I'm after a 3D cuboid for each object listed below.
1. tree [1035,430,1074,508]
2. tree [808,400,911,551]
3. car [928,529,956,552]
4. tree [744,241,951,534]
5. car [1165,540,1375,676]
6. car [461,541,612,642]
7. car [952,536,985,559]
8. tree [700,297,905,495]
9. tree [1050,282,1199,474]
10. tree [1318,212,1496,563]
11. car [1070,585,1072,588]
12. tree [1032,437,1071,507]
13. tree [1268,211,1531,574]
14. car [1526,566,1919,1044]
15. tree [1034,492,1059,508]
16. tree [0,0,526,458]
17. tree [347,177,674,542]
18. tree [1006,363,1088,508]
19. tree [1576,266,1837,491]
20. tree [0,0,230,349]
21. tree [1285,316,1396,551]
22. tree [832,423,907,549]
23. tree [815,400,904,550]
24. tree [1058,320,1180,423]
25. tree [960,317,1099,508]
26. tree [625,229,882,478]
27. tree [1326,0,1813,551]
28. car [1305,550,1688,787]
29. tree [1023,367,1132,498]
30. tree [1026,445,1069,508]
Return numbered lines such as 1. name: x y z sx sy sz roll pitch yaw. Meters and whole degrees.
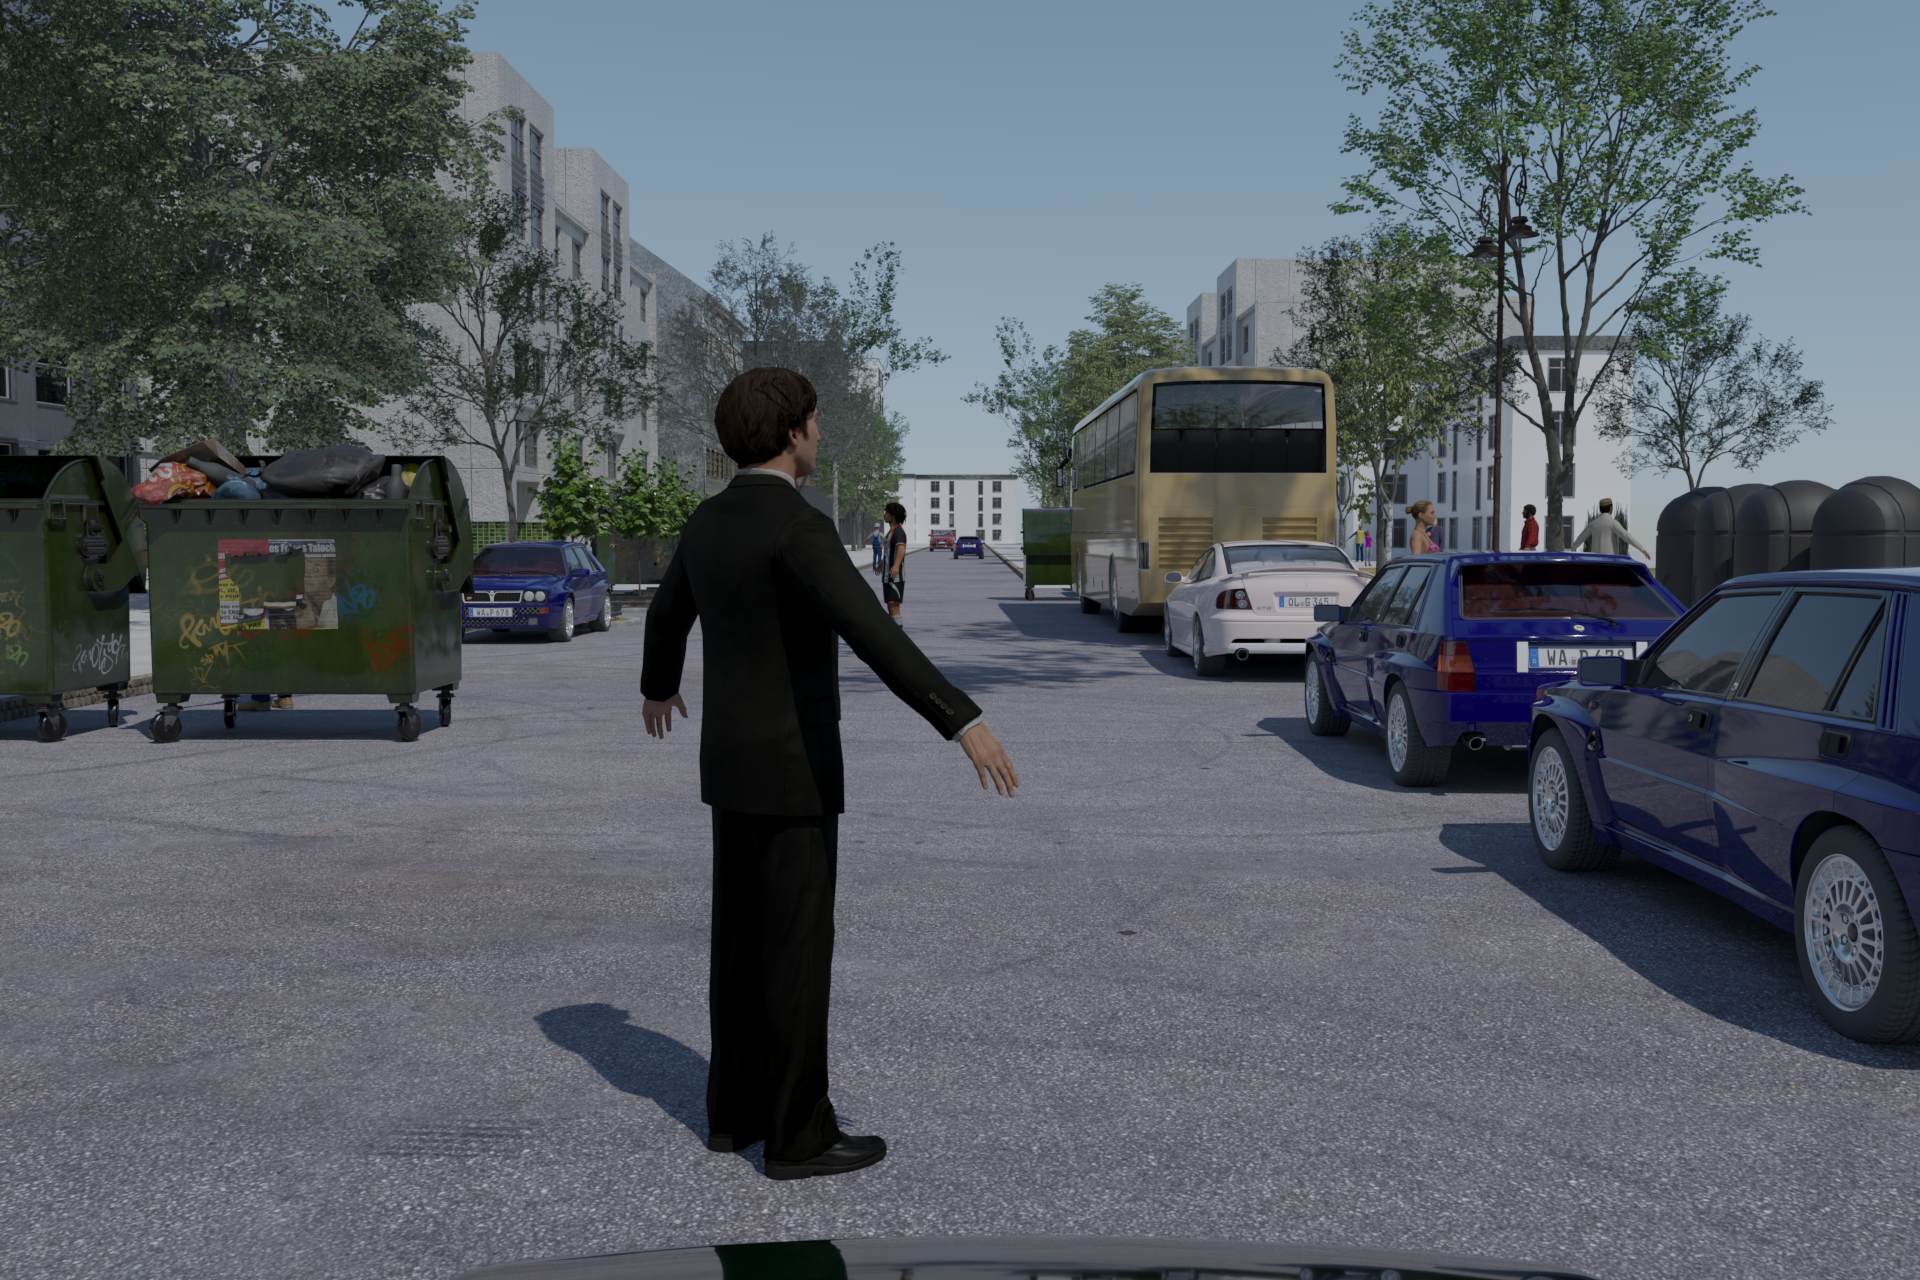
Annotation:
1. tree: 6.935 -9.889 112.050 4.360 8.622 3.978 0 3 0
2. tree: -7.818 -12.458 129.451 9.928 11.665 9.643 0 3 0
3. car: -1.467 -8.159 142.073 2.281 1.827 5.304 0 3 0
4. tree: -6.625 -15.606 111.055 12.611 20.169 13.585 0 3 0
5. car: 3.321 -0.394 18.806 2.083 1.381 4.827 0 4 1
6. car: -6.026 -0.708 24.155 1.945 1.354 3.894 0 3 0
7. car: 0.491 -5.302 99.270 1.945 1.354 3.894 0 4 -1
8. tree: -8.481 -11.001 90.239 12.009 13.543 11.850 0 3 0
9. tree: 7.655 -9.811 78.538 7.486 12.596 7.792 0 3 0
10. tree: 10.285 -5.530 40.785 4.737 8.622 4.395 0 3 0
11. car: 3.763 -1.967 44.747 1.945 1.354 3.894 0 4 0
12. tree: 6.471 -10.383 120.128 4.360 8.622 3.978 0 3 0
13. tree: 12.136 -7.015 49.107 8.767 10.594 7.601 2 4 33
14. car: 3.363 0.390 6.209 1.945 1.354 3.894 0 4 0
15. tree: 12.965 -17.776 241.003 4.360 8.622 3.978 0 3 0
16. tree: -12.216 -7.481 28.963 9.857 13.997 8.962 0 3 0
17. tree: -11.478 -6.717 44.228 8.767 10.594 7.601 -2 4 -32
18. tree: 6.643 -10.943 104.677 9.928 11.665 9.643 0 3 0
19. tree: 25.441 -7.650 59.484 8.767 10.594 7.601 2 4 25
20. tree: -12.210 -5.143 18.500 7.601 10.594 8.767 3 5 42
21. tree: 12.617 -6.556 57.561 4.737 8.622 4.395 0 3 0
22. tree: -8.312 -13.843 152.089 9.928 11.665 9.643 0 3 0
23. tree: -8.589 -13.585 140.234 7.486 12.596 7.792 0 3 0
24. tree: 5.613 -6.739 60.541 4.737 8.622 4.395 0 3 0
25. tree: 5.932 -18.149 152.624 12.611 20.169 13.585 0 3 0
26. tree: -8.367 -9.785 70.355 12.009 13.543 11.850 0 3 0
27. tree: 9.921 -6.287 28.542 9.928 11.665 9.643 0 3 0
28. car: 3.349 0.087 11.157 1.945 1.354 3.894 0 4 0
29. tree: 7.548 -9.773 94.208 8.767 10.594 7.601 -1 4 -18
30. tree: 7.636 -11.593 139.910 4.737 8.622 4.395 0 3 0
